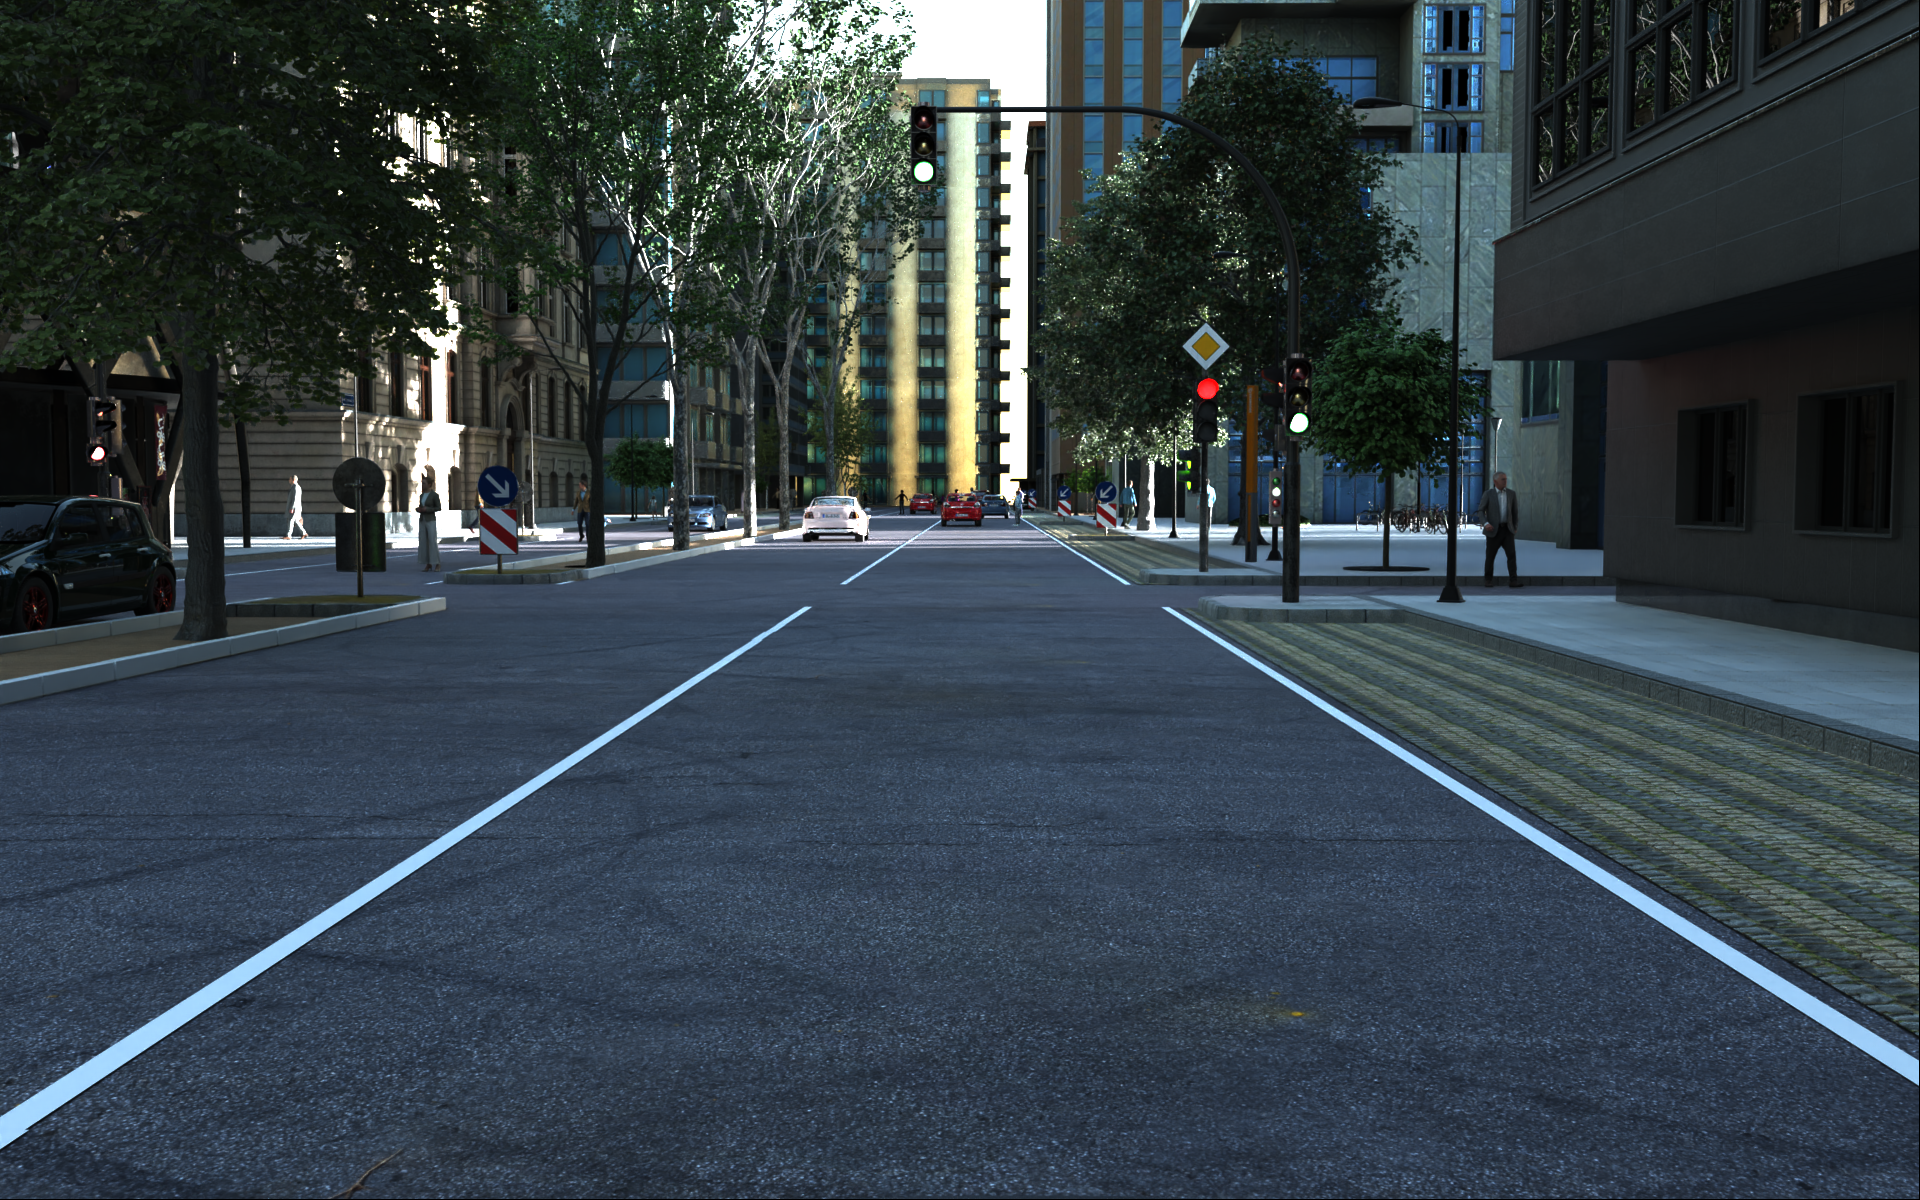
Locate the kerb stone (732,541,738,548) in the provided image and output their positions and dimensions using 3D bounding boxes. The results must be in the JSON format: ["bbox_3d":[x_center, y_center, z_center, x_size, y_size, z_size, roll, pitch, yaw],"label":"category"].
[{"bbox_3d":[-6.120,-1.466,46.166,0.120,0.150,1.000,0,4,1],"label":"kerb stone"}]

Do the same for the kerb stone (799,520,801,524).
[{"bbox_3d":[-7.764,-3.660,82.041,0.120,0.150,1.000,0,4,1],"label":"kerb stone"}]

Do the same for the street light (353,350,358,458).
[{"bbox_3d":[-15.517,-4.494,46.026,1.470,5.913,1.316,0,4,1],"label":"street light"}]

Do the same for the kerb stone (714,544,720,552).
[{"bbox_3d":[-6.158,-1.274,43.076,0.120,0.150,1.000,0,4,1],"label":"kerb stone"}]

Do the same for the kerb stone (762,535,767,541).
[{"bbox_3d":[-6.034,-1.838,52.330,0.120,0.150,1.000,0,4,1],"label":"kerb stone"}]

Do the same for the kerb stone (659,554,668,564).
[{"bbox_3d":[-6.250,-0.838,35.899,0.120,0.150,1.000,0,4,1],"label":"kerb stone"}]

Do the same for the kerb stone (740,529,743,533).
[{"bbox_3d":[-8.019,-2.468,62.554,0.120,0.150,1.000,0,4,1],"label":"kerb stone"}]

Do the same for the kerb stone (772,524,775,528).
[{"bbox_3d":[-7.896,-3.033,71.789,0.120,0.150,1.000,0,4,1],"label":"kerb stone"}]

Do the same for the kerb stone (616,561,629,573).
[{"bbox_3d":[-6.296,-0.588,31.802,0.120,0.150,1.000,0,4,1],"label":"kerb stone"}]

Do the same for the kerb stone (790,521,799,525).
[{"bbox_3d":[-7.779,-3.598,81.018,0.120,0.150,1.000,0,4,1],"label":"kerb stone"}]

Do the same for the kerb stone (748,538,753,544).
[{"bbox_3d":[-6.081,-1.655,49.258,0.120,0.150,1.000,0,4,1],"label":"kerb stone"}]

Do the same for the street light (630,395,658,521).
[{"bbox_3d":[-14.871,-6.658,81.394,1.470,5.913,1.316,0,4,1],"label":"street light"}]

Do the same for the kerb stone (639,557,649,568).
[{"bbox_3d":[-6.277,-0.711,33.846,0.120,0.150,1.000,0,4,1],"label":"kerb stone"}]

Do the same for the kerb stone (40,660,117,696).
[{"bbox_3d":[-6.546,0.583,12.767,0.120,0.150,1.000,0,4,1],"label":"kerb stone"}]

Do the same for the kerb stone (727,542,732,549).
[{"bbox_3d":[-6.129,-1.403,45.134,0.120,0.150,1.000,0,4,1],"label":"kerb stone"}]

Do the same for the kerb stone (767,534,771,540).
[{"bbox_3d":[-6.025,-1.902,53.352,0.120,0.150,1.000,0,4,1],"label":"kerb stone"}]

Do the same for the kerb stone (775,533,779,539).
[{"bbox_3d":[-5.995,-2.031,55.401,0.120,0.150,1.000,0,4,1],"label":"kerb stone"}]

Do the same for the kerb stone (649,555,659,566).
[{"bbox_3d":[-6.260,-0.775,34.868,0.120,0.150,1.000,0,4,1],"label":"kerb stone"}]

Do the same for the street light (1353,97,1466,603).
[{"bbox_3d":[5.299,-2.929,20.430,1.470,5.913,1.316,0,4,1],"label":"street light"}]

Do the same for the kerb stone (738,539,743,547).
[{"bbox_3d":[-6.104,-1.529,47.194,0.120,0.150,1.000,0,4,1],"label":"kerb stone"}]

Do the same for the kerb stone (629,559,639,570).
[{"bbox_3d":[-6.289,-0.644,32.824,0.120,0.150,1.000,0,4,1],"label":"kerb stone"}]

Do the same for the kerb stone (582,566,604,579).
[{"bbox_3d":[-6.322,-0.462,29.746,0.120,0.150,1.000,0,4,1],"label":"kerb stone"}]

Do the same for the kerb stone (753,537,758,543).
[{"bbox_3d":[-6.067,-1.718,50.285,0.120,0.150,1.000,0,4,1],"label":"kerb stone"}]

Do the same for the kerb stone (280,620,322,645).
[{"bbox_3d":[-6.488,0.330,16.863,0.120,0.150,1.000,0,4,1],"label":"kerb stone"}]

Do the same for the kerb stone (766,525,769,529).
[{"bbox_3d":[-7.917,-2.908,69.739,0.120,0.150,1.000,0,4,1],"label":"kerb stone"}]

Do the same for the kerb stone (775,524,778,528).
[{"bbox_3d":[-7.882,-3.096,72.819,0.120,0.150,1.000,0,4,1],"label":"kerb stone"}]

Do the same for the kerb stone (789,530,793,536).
[{"bbox_3d":[-5.945,-2.282,59.510,0.120,0.150,1.000,0,4,1],"label":"kerb stone"}]

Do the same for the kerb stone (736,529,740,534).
[{"bbox_3d":[-8.027,-2.406,61.532,0.120,0.150,1.000,0,4,1],"label":"kerb stone"}]

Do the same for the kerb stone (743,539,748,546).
[{"bbox_3d":[-6.090,-1.583,48.228,0.120,0.150,1.000,0,4,1],"label":"kerb stone"}]

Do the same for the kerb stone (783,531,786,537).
[{"bbox_3d":[-5.978,-2.155,57.452,0.120,0.150,1.000,0,4,1],"label":"kerb stone"}]

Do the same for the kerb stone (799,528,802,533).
[{"bbox_3d":[-5.911,-2.470,62.584,0.120,0.150,1.000,0,4,1],"label":"kerb stone"}]

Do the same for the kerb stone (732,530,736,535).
[{"bbox_3d":[-8.031,-2.343,60.507,0.120,0.150,1.000,0,4,1],"label":"kerb stone"}]

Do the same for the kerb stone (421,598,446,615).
[{"bbox_3d":[-6.437,0.076,20.961,0.120,0.150,1.000,0,4,1],"label":"kerb stone"}]

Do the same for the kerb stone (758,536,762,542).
[{"bbox_3d":[-6.055,-1.780,51.308,0.120,0.150,1.000,0,4,1],"label":"kerb stone"}]

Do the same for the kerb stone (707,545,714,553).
[{"bbox_3d":[-6.174,-1.214,42.042,0.120,0.150,1.000,0,4,1],"label":"kerb stone"}]

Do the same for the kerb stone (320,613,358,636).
[{"bbox_3d":[-6.484,0.263,17.891,0.120,0.150,1.000,0,4,1],"label":"kerb stone"}]

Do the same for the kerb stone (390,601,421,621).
[{"bbox_3d":[-6.456,0.138,19.934,0.120,0.150,1.000,0,4,1],"label":"kerb stone"}]

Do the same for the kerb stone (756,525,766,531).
[{"bbox_3d":[-7.937,-2.843,68.707,0.120,0.150,1.000,0,4,1],"label":"kerb stone"}]

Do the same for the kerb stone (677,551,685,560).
[{"bbox_3d":[-6.222,-0.962,37.944,0.120,0.150,1.000,0,4,1],"label":"kerb stone"}]

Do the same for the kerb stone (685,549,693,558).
[{"bbox_3d":[-6.212,-1.022,38.967,0.120,0.150,1.000,0,4,1],"label":"kerb stone"}]

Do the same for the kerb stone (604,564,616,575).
[{"bbox_3d":[-6.321,-0.524,30.768,0.120,0.150,1.000,0,4,1],"label":"kerb stone"}]

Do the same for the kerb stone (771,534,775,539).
[{"bbox_3d":[-6.013,-1.968,54.374,0.120,0.150,1.000,0,4,1],"label":"kerb stone"}]

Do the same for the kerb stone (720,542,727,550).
[{"bbox_3d":[-6.139,-1.337,44.100,0.120,0.150,1.000,0,4,1],"label":"kerb stone"}]

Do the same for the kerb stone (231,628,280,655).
[{"bbox_3d":[-6.511,0.391,15.841,0.120,0.150,1.000,0,4,1],"label":"kerb stone"}]

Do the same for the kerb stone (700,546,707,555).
[{"bbox_3d":[-6.194,-1.151,41.013,0.120,0.150,1.000,0,4,1],"label":"kerb stone"}]

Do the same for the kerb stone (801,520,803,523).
[{"bbox_3d":[-7.753,-3.723,83.073,0.120,0.150,1.000,0,4,1],"label":"kerb stone"}]

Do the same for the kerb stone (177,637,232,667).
[{"bbox_3d":[-6.525,0.451,14.819,0.120,0.150,1.000,0,4,1],"label":"kerb stone"}]

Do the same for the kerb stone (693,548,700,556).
[{"bbox_3d":[-6.193,-1.088,39.989,0.120,0.150,1.000,0,4,1],"label":"kerb stone"}]

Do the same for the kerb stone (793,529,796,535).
[{"bbox_3d":[-5.937,-2.343,60.534,0.120,0.150,1.000,0,4,1],"label":"kerb stone"}]

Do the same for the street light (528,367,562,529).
[{"bbox_3d":[-15.167,-5.562,63.481,1.470,5.913,1.316,0,4,1],"label":"street light"}]

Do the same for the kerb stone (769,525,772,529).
[{"bbox_3d":[-7.905,-2.971,70.766,0.120,0.150,1.000,0,4,1],"label":"kerb stone"}]

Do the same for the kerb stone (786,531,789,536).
[{"bbox_3d":[-5.961,-2.219,58.478,0.120,0.150,1.000,0,4,1],"label":"kerb stone"}]

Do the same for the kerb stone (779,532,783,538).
[{"bbox_3d":[-5.980,-2.091,56.426,0.120,0.150,1.000,0,4,1],"label":"kerb stone"}]

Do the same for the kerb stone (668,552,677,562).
[{"bbox_3d":[-6.236,-0.898,36.922,0.120,0.150,1.000,0,4,1],"label":"kerb stone"}]

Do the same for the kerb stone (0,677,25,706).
[{"bbox_3d":[-6.552,0.645,11.742,0.120,0.150,1.000,0,4,1],"label":"kerb stone"}]

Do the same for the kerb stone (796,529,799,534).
[{"bbox_3d":[-5.921,-2.407,61.556,0.120,0.150,1.000,0,4,1],"label":"kerb stone"}]

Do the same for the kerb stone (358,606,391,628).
[{"bbox_3d":[-6.468,0.202,18.913,0.120,0.150,1.000,0,4,1],"label":"kerb stone"}]

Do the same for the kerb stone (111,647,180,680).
[{"bbox_3d":[-6.529,0.516,13.793,0.120,0.150,1.000,0,4,1],"label":"kerb stone"}]
